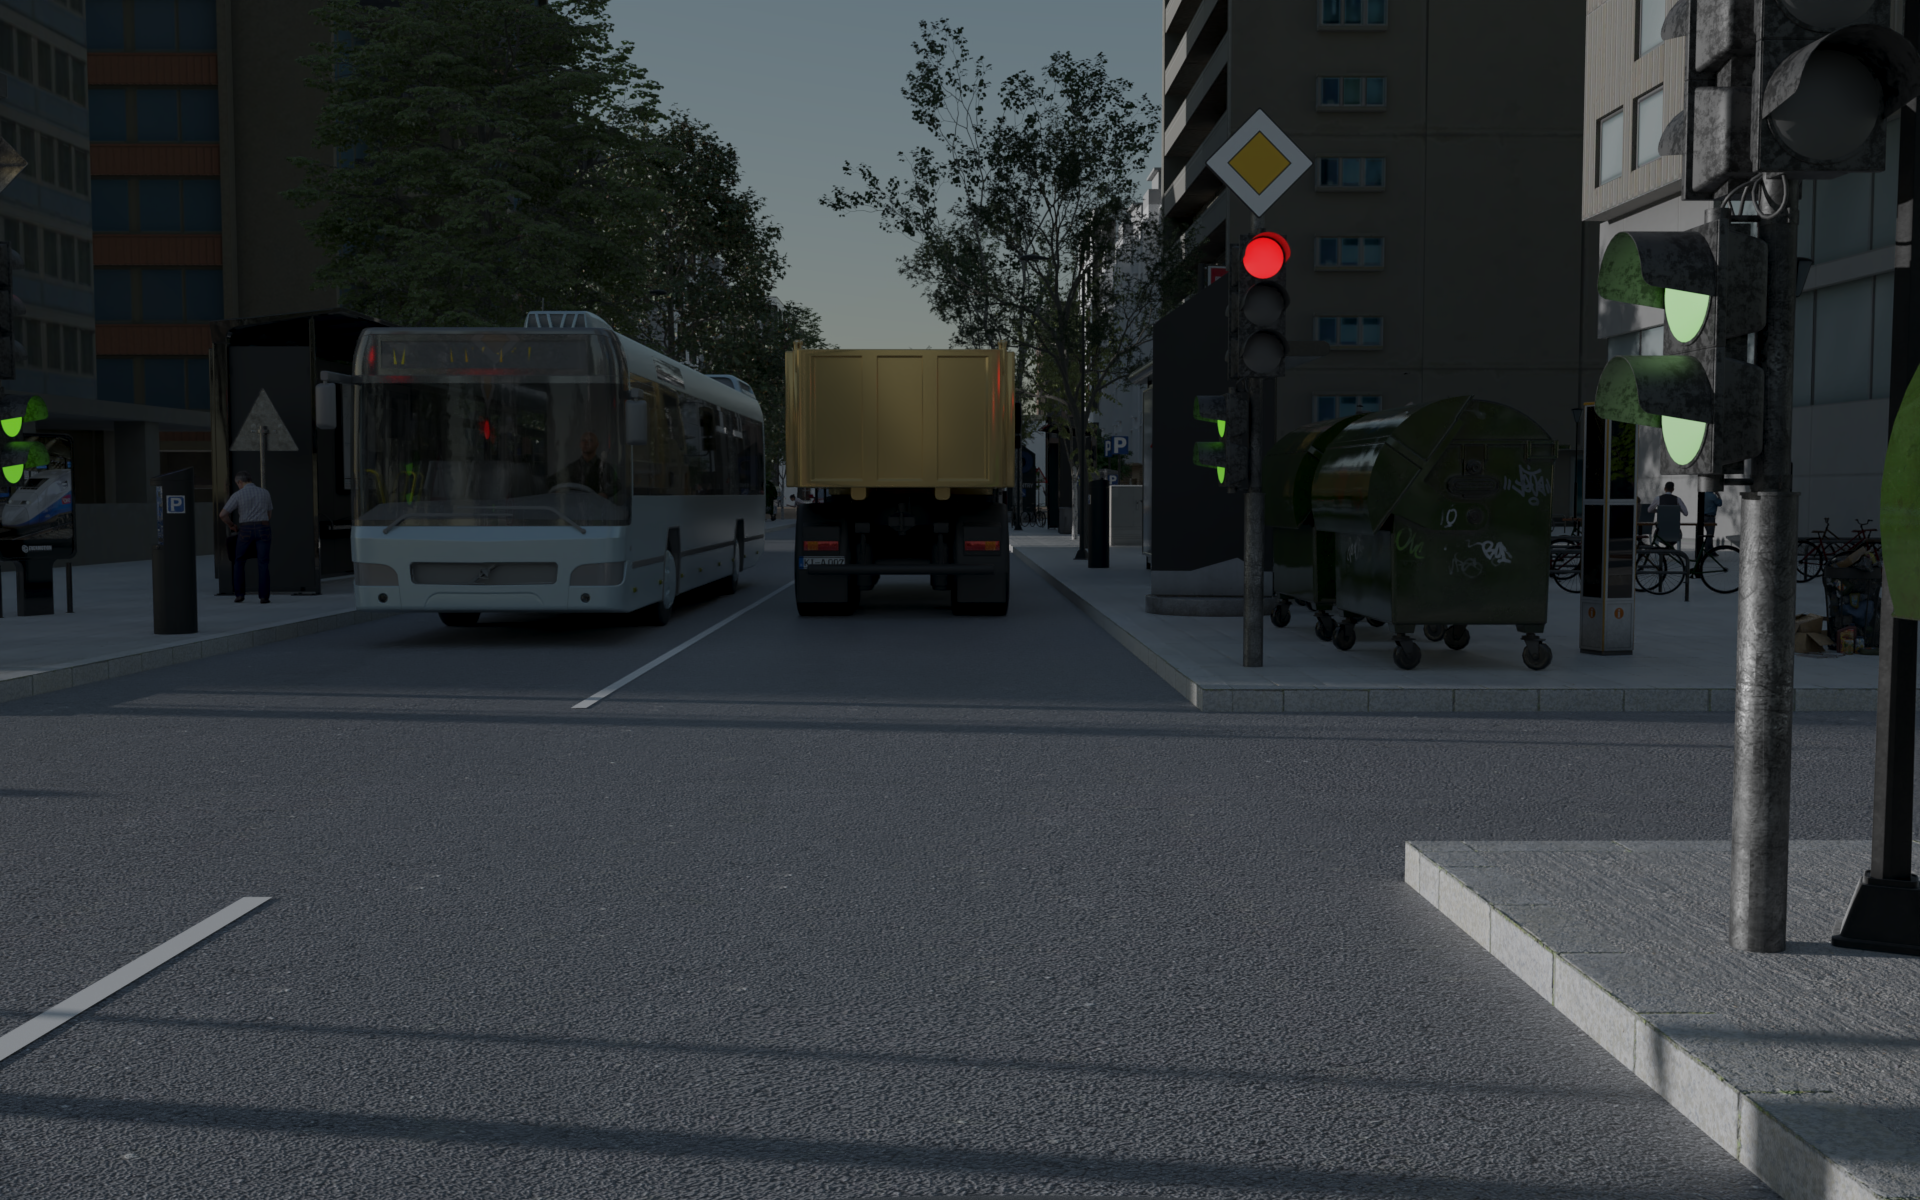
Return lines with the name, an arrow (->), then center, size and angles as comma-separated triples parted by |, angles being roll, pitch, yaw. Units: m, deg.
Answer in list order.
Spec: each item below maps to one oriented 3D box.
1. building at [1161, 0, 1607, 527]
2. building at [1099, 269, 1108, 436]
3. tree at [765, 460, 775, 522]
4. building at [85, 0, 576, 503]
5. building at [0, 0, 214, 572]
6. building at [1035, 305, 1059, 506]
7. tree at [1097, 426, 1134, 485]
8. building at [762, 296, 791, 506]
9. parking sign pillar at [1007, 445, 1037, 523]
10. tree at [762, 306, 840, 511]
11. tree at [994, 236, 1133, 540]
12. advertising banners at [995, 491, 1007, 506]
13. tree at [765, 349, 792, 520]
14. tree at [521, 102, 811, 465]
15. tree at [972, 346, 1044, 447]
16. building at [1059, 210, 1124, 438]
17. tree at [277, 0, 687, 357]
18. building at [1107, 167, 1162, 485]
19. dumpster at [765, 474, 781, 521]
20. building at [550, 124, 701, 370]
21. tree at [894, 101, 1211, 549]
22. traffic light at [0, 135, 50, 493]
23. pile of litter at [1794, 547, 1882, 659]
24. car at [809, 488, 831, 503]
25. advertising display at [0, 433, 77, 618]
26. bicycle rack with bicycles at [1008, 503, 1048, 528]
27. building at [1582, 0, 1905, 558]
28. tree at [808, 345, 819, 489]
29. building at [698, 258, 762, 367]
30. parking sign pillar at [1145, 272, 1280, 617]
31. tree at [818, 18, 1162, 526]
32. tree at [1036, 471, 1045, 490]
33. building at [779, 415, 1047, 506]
building -> 20.850, -27.663, 75.991 | 21.300, 48.544, 21.600 | 0, 4, -1
building -> 17.700, -16.011, 118.204 | 16.016, 20.091, 11.380 | 0, 4, -1
tree -> -9.558, -5.190, 79.456 | 1.663, 3.219, 1.824 | 0, 3, 0
building -> -28.023, -25.371, 69.433 | 22.147, 44.769, 28.867 | 0, 4, -1
building -> -31.887, -20.848, 32.741 | 32.217, 40.220, 23.993 | 0, 4, -1
building -> 25.382, -21.414, 194.096 | 32.646, 21.610, 27.936 | 0, 4, -1
tree -> 6.597, -6.090, 83.281 | 4.285, 4.588, 4.351 | 0, 3, 0
building -> -35.324, -21.338, 192.853 | 32.646, 21.610, 27.936 | 0, 4, -1
parking sign pillar -> 2.778, -5.491, 78.243 | 1.447, 3.967, 1.447 | 0, 4, -3
tree -> -10.141, -11.439, 105.159 | 7.486, 12.596, 7.792 | 0, 3, 0
tree -> 3.050, -6.003, 48.512 | 4.737, 8.622, 4.395 | 0, 3, 0
advertising banners -> 2.213, -5.325, 83.254 | 2.074, 3.025, 0.090 | -2, 4, -34
tree -> -8.883, -8.344, 86.781 | 4.737, 8.622, 4.395 | 0, 3, 0
tree -> -8.539, -8.199, 51.058 | 9.611, 12.733, 9.660 | 0, 3, 0
tree -> 1.875, -14.186, 142.307 | 12.009, 13.543, 11.850 | 0, 3, 0
building -> 23.293, -18.117, 140.186 | 27.936, 21.610, 32.646 | 0, 4, -1
tree -> -8.971, -7.012, 32.778 | 7.486, 12.596, 7.792 | 0, 3, 0
building -> 17.743, -15.279, 106.236 | 16.016, 20.091, 11.380 | 0, 4, -1
dumpster -> -9.365, -4.902, 82.642 | 1.502, 2.255, 1.985 | 0, 4, 0
building -> -31.724, -15.907, 104.052 | 27.936, 21.610, 32.646 | 0, 4, -1
tree -> 2.941, -6.507, 40.810 | 8.767, 10.594, 7.601 | -1, 4, -15
traffic light -> -7.178, -1.453, 12.672 | 0.839, 4.253, 0.868 | 0, 4, -1
pile of litter -> 7.088, -0.021, 14.304 | 1.719, 0.858, 1.176 | -3, 5, -40
car -> -5.843, -4.395, 80.524 | 2.281, 1.827, 5.304 | 0, 4, -1
advertising display -> -9.774, -0.798, 18.260 | 0.123, 1.923, 0.974 | 1, 4, 23
bicycle rack with bicycles -> 2.675, -3.252, 66.549 | 2.852, 0.926, 2.925 | -1, 4, -14
building -> 29.861, -27.108, 32.450 | 27.495, 52.752, 28.713 | 0, 4, -1
tree -> -9.739, -11.673, 116.613 | 9.928, 11.665, 9.643 | 0, 3, 0
building -> -22.830, -17.774, 147.024 | 11.380, 20.091, 16.016 | 0, 4, -1
parking sign pillar -> 2.734, -1.847, 18.677 | 1.447, 3.967, 1.447 | 1, 4, 10
tree -> 1.096, -13.122, 70.434 | 12.611, 20.169, 13.585 | 0, 3, 0
tree -> 2.908, -5.280, 80.925 | 1.663, 3.219, 1.824 | 0, 3, 0
building -> -4.870, -14.773, 183.681 | 28.070, 9.664, 9.099 | 0, 4, -1
